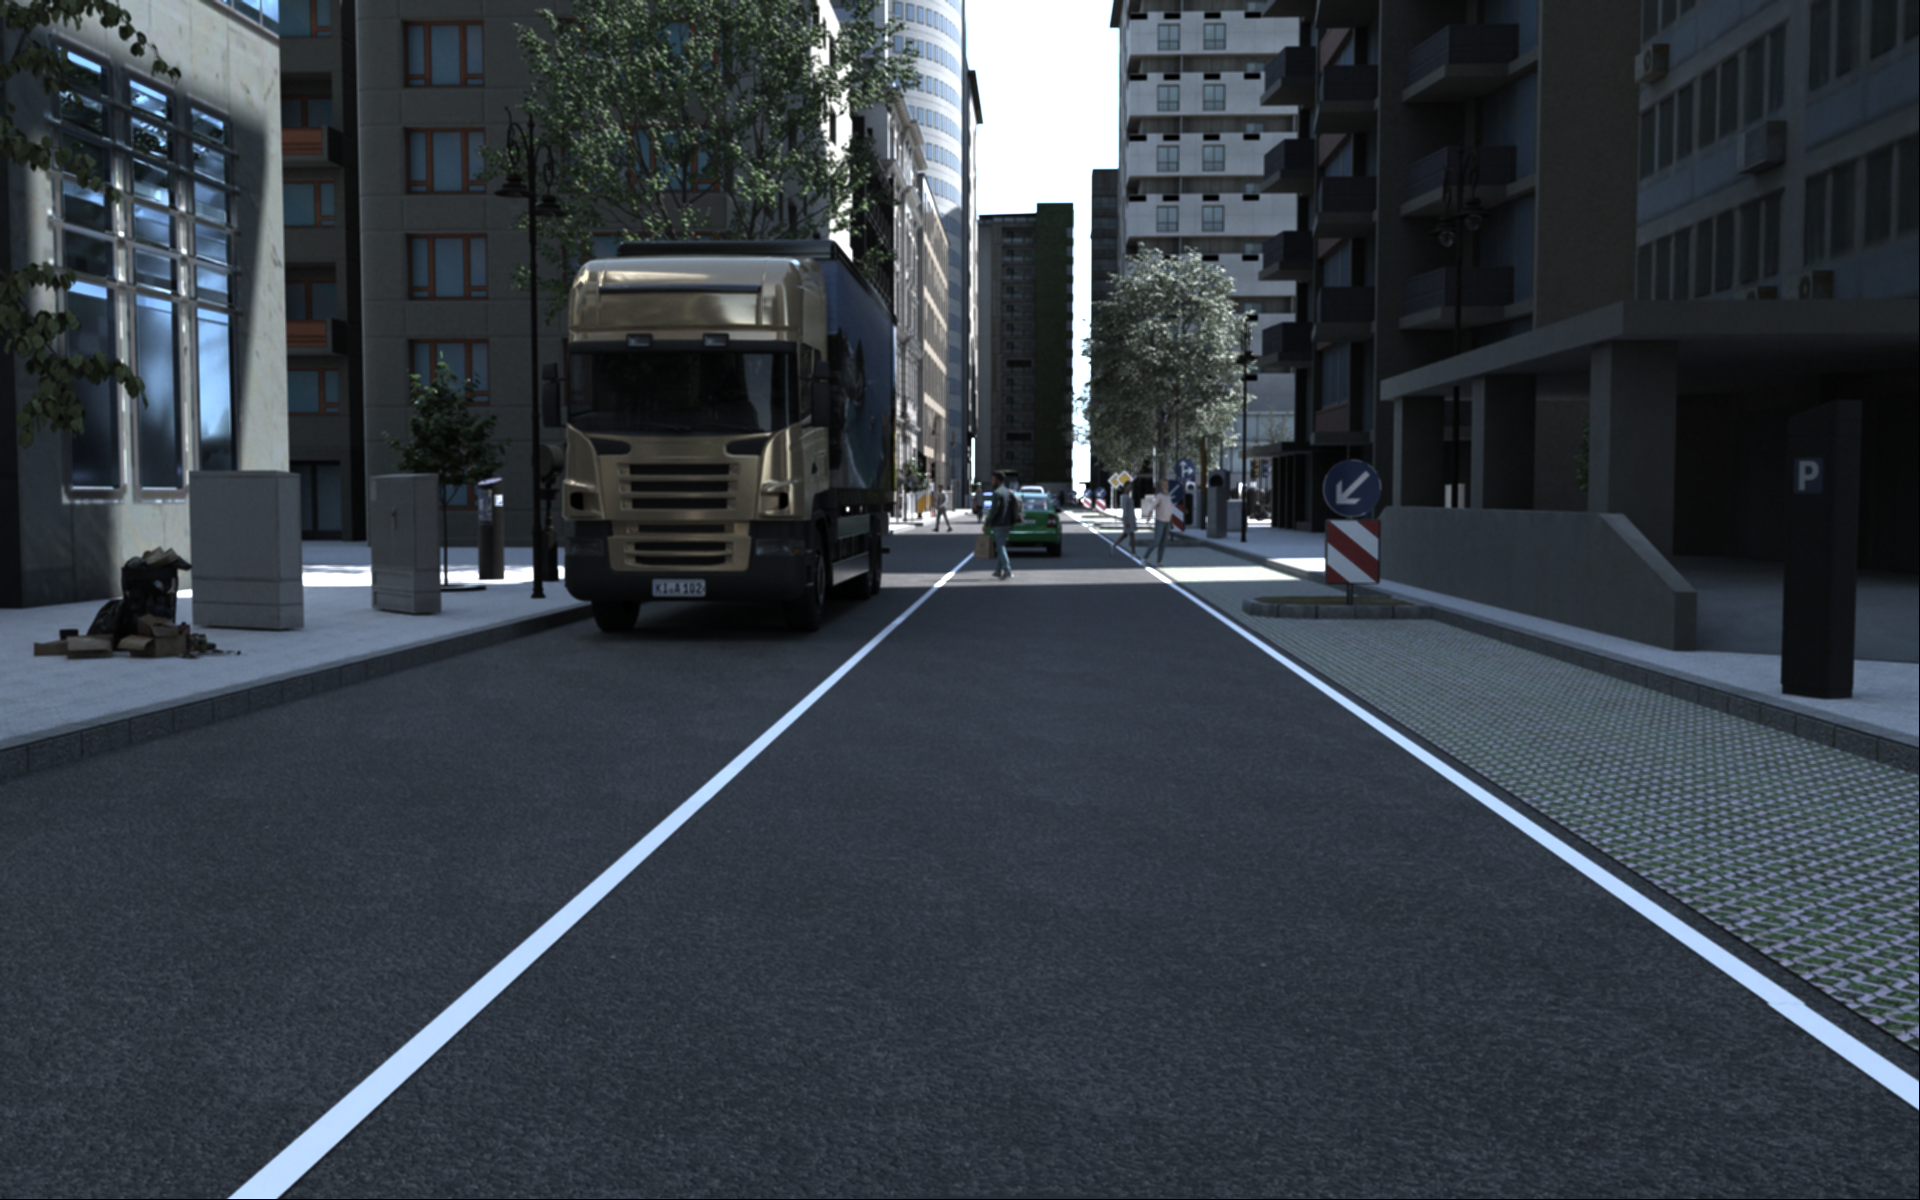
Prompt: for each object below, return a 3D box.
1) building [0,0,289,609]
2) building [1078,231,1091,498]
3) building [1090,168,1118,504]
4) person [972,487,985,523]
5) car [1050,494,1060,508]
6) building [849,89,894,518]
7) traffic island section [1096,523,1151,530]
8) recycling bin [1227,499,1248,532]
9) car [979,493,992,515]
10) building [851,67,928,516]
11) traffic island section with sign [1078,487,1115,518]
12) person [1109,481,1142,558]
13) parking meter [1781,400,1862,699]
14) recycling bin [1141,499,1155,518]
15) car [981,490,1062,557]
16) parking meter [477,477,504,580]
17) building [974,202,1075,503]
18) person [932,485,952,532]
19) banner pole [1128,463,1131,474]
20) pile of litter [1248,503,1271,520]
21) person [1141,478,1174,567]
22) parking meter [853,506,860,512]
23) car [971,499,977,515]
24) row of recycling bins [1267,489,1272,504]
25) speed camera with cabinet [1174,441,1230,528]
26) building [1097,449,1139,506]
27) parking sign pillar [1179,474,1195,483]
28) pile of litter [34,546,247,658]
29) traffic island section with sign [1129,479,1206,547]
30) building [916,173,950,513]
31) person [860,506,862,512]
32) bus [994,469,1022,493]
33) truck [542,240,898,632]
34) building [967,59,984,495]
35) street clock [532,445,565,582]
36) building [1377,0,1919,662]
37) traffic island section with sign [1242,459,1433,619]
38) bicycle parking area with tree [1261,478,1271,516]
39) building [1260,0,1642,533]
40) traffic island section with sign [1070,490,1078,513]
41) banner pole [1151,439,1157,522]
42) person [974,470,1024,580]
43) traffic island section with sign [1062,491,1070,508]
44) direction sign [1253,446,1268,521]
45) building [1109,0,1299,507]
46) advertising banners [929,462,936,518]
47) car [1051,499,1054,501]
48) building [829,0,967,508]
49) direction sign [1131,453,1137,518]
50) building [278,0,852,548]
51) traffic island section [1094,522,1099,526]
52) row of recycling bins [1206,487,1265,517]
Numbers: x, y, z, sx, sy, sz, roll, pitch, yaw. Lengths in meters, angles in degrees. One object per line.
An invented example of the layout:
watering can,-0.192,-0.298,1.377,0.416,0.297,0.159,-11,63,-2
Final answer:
building,-20.033,-42.570,8.690,22.319,86.520,31.000,0,4,3
building,31.472,-36.271,247.654,28.867,44.769,22.147,0,4,3
building,23.508,-32.786,219.638,14.154,41.232,14.086,0,4,3
person,0.885,-4.710,85.698,0.709,1.800,0.728,0,4,-4
car,8.367,-9.138,161.413,2.014,1.417,4.499,0,4,5
building,-10.147,-15.789,87.820,12.332,23.373,15.834,0,4,3
traffic island section,6.715,-2.953,70.555,2.009,0.180,2.903,0,4,3
recycling bin,9.459,-2.860,59.310,0.722,1.027,0.722,1,4,14
car,2.018,-6.217,111.241,1.945,1.707,3.694,0,4,1
building,-9.559,-19.567,107.313,14.401,28.519,23.554,0,4,3
traffic island section with sign,8.223,-5.780,103.134,1.989,1.847,2.006,0,4,3
person,3.738,-1.818,38.968,0.760,1.731,0.466,-1,4,-22
parking meter,5.452,-0.323,10.986,0.255,1.863,0.399,-1,4,-20
recycling bin,10.119,-4.920,92.996,0.722,1.027,0.722,1,4,15
car,1.467,-1.975,41.086,1.959,1.807,4.718,0,4,1
parking meter,-7.039,-1.075,25.986,0.372,1.533,0.369,0,3,0
building,9.030,-34.324,244.787,14.086,41.232,14.154,0,4,3
person,-0.664,-3.475,65.589,0.850,1.792,0.678,-2,4,-34
banner pole,13.598,-9.172,139.972,0.401,3.779,0.863,-2,4,-24
pile of litter,15.075,-4.491,87.388,1.719,0.858,1.176,3,5,39
person,3.794,-1.503,33.742,0.598,1.740,0.731,2,4,29
parking meter,-3.610,-3.130,59.589,0.372,1.533,0.369,0,3,0
car,1.886,-6.940,122.505,2.155,1.783,4.494,0,4,3
row of recycling bins,21.373,-7.248,125.610,3.534,1.692,1.069,2,4,27
speed camera with cabinet,9.057,-4.313,64.850,2.038,3.252,0.660,2,4,30
building,27.320,-53.999,195.556,22.319,86.520,31.000,0,4,3
parking sign pillar,18.431,-9.311,140.707,1.447,3.967,1.447,0,4,4
pile of litter,-6.629,0.005,13.890,1.719,0.858,1.176,2,4,30
traffic island section with sign,5.666,-2.382,47.572,1.989,1.847,2.006,0,4,3
building,-11.309,-20.317,136.703,19.350,26.468,34.151,0,4,3
person,-4.192,-3.820,73.547,0.523,1.515,0.503,-2,4,-34
bus,4.820,-11.329,176.774,2.896,3.916,12.252,0,4,2
truck,-2.464,-1.991,21.467,2.839,4.237,11.283,0,4,3
building,-11.255,-38.264,214.847,27.495,52.752,28.713,0,4,3
street clock,-6.037,-1.275,25.423,0.471,2.002,0.358,3,4,36
building,22.237,-20.013,19.090,32.217,40.220,23.993,0,4,3
traffic island section with sign,4.425,-0.735,20.645,1.989,1.847,2.006,0,4,3
bicycle parking area with tree,21.143,-7.237,105.328,8.231,4.147,9.016,0,4,6
building,21.196,-24.390,53.401,22.147,44.769,28.867,0,4,3
traffic island section with sign,9.485,-7.468,130.724,1.989,1.847,2.006,0,4,3
banner pole,8.867,-5.431,78.813,0.401,3.779,0.863,1,4,16
person,0.635,-1.243,28.804,0.794,1.824,0.713,-3,5,-40
traffic island section with sign,11.779,-10.492,180.178,1.989,1.847,2.006,0,4,3
direction sign,14.190,-5.491,81.775,0.876,3.537,0.379,-2,4,-29
building,29.228,-35.354,167.276,28.713,52.752,27.495,0,4,3
advertising banners,-1.514,-6.039,94.922,0.090,3.025,2.074,1,4,9
car,5.551,-6.768,122.453,2.131,1.459,4.920,0,4,4
building,-10.412,-38.262,167.580,21.231,58.520,28.212,0,4,3
direction sign,9.435,-6.254,94.254,0.379,3.537,0.876,1,4,22
building,-19.310,-12.852,55.174,28.899,21.520,27.650,0,4,3
traffic island section,7.083,-3.440,78.532,2.009,0.180,2.903,0,4,3
row of recycling bins,15.456,-5.629,99.148,3.534,1.692,1.069,0,4,-8
